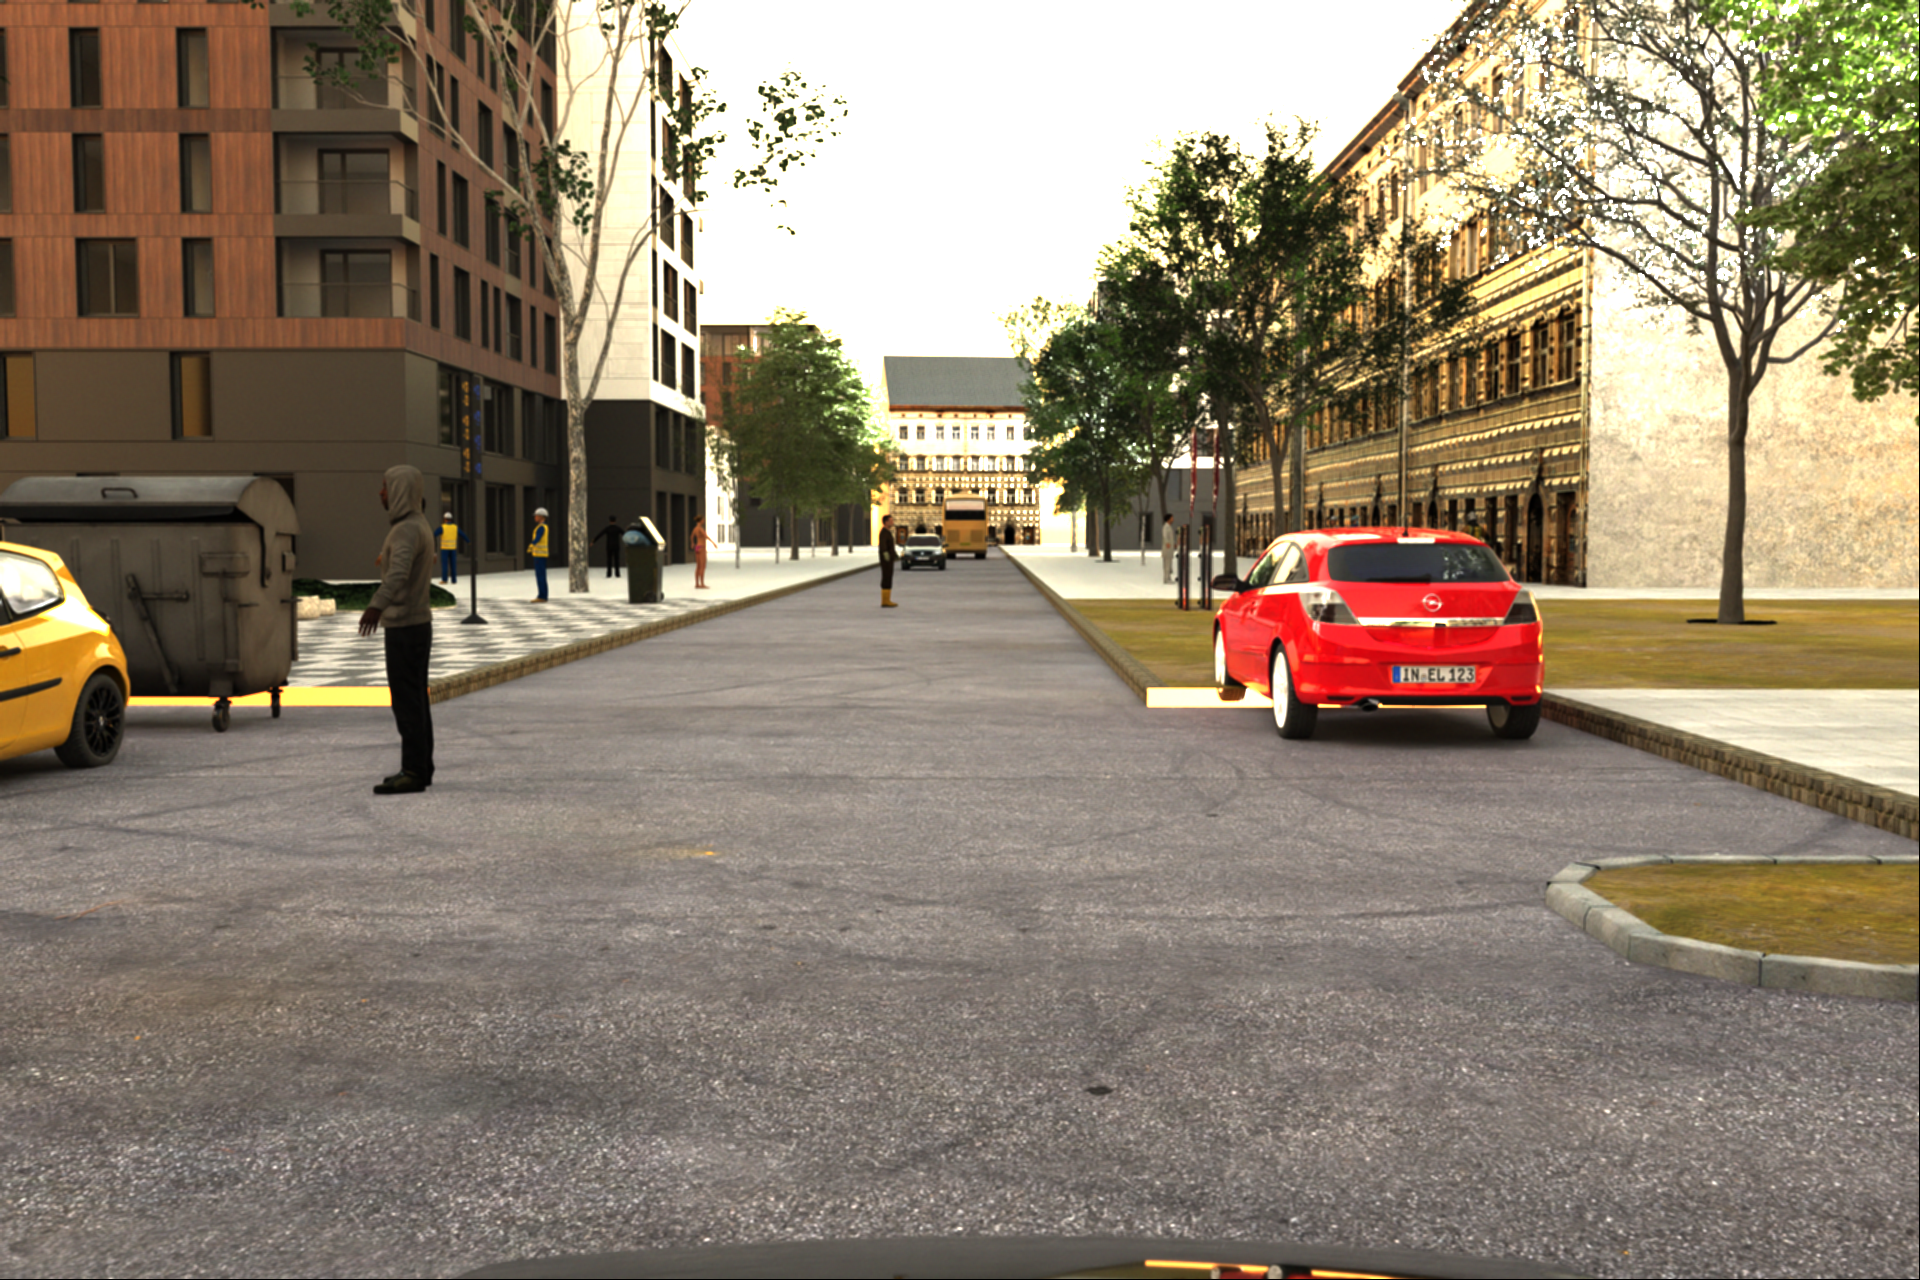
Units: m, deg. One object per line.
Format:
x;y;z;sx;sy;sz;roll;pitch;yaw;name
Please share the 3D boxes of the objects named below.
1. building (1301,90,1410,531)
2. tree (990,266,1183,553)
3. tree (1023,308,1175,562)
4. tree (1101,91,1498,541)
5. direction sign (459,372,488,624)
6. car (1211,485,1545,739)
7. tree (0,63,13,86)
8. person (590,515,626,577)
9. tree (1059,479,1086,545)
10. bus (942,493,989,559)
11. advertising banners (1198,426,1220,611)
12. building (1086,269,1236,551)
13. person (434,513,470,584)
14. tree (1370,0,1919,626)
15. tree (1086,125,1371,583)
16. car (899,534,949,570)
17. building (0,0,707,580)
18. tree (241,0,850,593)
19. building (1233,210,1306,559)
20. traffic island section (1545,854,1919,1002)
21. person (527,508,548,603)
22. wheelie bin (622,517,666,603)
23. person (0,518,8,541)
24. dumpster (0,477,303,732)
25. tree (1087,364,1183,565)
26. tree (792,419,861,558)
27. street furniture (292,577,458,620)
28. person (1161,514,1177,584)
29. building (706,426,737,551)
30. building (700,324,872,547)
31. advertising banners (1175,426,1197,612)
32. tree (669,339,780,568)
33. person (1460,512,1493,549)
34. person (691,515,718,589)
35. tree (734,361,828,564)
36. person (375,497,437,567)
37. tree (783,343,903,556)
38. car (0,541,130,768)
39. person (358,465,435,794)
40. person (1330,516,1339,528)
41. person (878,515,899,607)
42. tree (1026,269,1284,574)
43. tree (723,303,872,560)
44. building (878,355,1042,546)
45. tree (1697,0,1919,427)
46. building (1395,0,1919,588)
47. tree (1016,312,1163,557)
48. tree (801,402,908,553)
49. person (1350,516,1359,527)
24.679;-14.546;68.763;19.493;23.208;18.063;0;4;0;building
8.784;-16.030;117.976;12.611;20.169;13.585;0;3;0;tree
6.736;-9.435;80.023;9.928;11.665;9.643;0;3;0;tree
6.771;-6.204;35.846;8.767;10.594;7.601;1;4;17;tree
-6.955;-1.999;24.684;0.379;3.537;0.876;0;4;1;direction sign
3.119;-0.279;13.599;2.155;1.783;4.494;0;4;0;car
-11.328;-4.833;13.436;7.601;10.594;8.767;-1;4;-14;tree
-10.272;-2.773;51.278;1.347;1.837;0.705;-1;4;-12;person
15.320;-17.542;204.939;7.486;12.596;7.792;0;3;0;tree
0.323;-6.774;102.309;2.896;3.916;12.252;0;4;0;bus
4.201;-2.023;29.261;0.090;3.025;2.074;0;4;1;advertising banners
24.726;-18.724;150.115;27.936;21.610;32.646;0;4;1;building
-13.165;-2.360;44.549;1.349;1.833;0.705;-3;4;-36;person
11.072;-6.968;24.291;12.009;13.543;11.850;0;3;0;tree
6.896;-7.274;44.690;9.928;11.665;9.643;0;3;0;tree
-1.449;-3.671;69.802;2.009;1.686;4.222;0;4;1;car
-25.745;-13.440;63.715;27.936;21.610;32.646;0;4;0;building
-8.202;-11.018;36.035;12.611;20.169;13.585;0;3;0;tree
24.711;-15.770;88.774;19.493;23.208;18.063;0;4;1;building
3.249;1.014;6.291;1.991;0.108;1.994;0;4;1;traffic island section
-7.956;-1.595;32.539;0.721;1.772;1.216;0;4;-3;person
-5.881;-1.486;32.207;0.693;1.594;0.980;0;4;3;wheelie bin
-18.292;-1.636;32.943;1.347;1.806;0.705;2;4;33;person
-6.051;-0.292;12.984;1.865;1.857;1.264;0;4;1;dumpster
7.488;-7.406;71.456;4.737;8.622;4.395;0;3;0;tree
-8.218;-8.819;94.545;4.360;8.622;3.978;0;3;0;tree
-11.776;-0.755;27.970;5.734;0.657;10.072;0;4;5;street furniture
5.429;-2.366;44.874;0.705;1.806;1.347;1;4;15;person
-23.460;-12.592;148.027;9.099;9.664;28.070;0;4;0;building
-24.363;-20.855;184.959;27.936;21.610;32.646;0;4;1;building
3.793;-2.010;29.056;0.090;3.025;2.074;0;3;0;advertising banners
-8.100;-6.989;64.628;4.360;8.622;3.978;0;3;0;tree
13.135;-2.369;44.507;1.354;1.858;0.705;-1;4;-14;person
-6.056;-2.086;40.910;0.721;1.733;1.217;-3;4;-37;person
-8.127;-7.607;74.730;4.360;8.622;3.978;0;3;0;tree
-6.392;-0.817;20.075;0.721;1.740;1.216;1;4;13;person
-7.074;-11.303;102.931;7.486;12.596;7.792;0;3;0;tree
-6.137;0.057;9.290;2.015;1.641;3.980;0;4;1;car
-3.121;-0.068;9.691;0.705;1.813;1.348;-1;4;-9;person
11.567;-2.925;53.673;0.705;1.847;1.347;-1;4;-18;person
-1.401;-1.559;34.092;0.704;1.812;1.346;0;4;6;person
6.634;-7.452;56.256;8.767;10.594;7.601;-2;4;-24;tree
-8.115;-10.261;85.901;7.486;12.596;7.792;0;3;0;tree
-0.413;-23.159;212.034;18.063;23.208;19.493;0;4;-7;building
9.647;-5.797;12.916;7.486;12.596;7.792;0;3;0;tree
24.195;-13.353;49.250;19.493;23.208;18.063;0;4;1;building
7.685;-11.753;98.825;9.857;13.997;8.962;0;3;0;tree
-7.451;-11.110;116.066;8.767;10.594;7.601;0;4;8;tree
11.465;-2.693;50.156;1.347;1.817;0.704;-2;4;-33;person
